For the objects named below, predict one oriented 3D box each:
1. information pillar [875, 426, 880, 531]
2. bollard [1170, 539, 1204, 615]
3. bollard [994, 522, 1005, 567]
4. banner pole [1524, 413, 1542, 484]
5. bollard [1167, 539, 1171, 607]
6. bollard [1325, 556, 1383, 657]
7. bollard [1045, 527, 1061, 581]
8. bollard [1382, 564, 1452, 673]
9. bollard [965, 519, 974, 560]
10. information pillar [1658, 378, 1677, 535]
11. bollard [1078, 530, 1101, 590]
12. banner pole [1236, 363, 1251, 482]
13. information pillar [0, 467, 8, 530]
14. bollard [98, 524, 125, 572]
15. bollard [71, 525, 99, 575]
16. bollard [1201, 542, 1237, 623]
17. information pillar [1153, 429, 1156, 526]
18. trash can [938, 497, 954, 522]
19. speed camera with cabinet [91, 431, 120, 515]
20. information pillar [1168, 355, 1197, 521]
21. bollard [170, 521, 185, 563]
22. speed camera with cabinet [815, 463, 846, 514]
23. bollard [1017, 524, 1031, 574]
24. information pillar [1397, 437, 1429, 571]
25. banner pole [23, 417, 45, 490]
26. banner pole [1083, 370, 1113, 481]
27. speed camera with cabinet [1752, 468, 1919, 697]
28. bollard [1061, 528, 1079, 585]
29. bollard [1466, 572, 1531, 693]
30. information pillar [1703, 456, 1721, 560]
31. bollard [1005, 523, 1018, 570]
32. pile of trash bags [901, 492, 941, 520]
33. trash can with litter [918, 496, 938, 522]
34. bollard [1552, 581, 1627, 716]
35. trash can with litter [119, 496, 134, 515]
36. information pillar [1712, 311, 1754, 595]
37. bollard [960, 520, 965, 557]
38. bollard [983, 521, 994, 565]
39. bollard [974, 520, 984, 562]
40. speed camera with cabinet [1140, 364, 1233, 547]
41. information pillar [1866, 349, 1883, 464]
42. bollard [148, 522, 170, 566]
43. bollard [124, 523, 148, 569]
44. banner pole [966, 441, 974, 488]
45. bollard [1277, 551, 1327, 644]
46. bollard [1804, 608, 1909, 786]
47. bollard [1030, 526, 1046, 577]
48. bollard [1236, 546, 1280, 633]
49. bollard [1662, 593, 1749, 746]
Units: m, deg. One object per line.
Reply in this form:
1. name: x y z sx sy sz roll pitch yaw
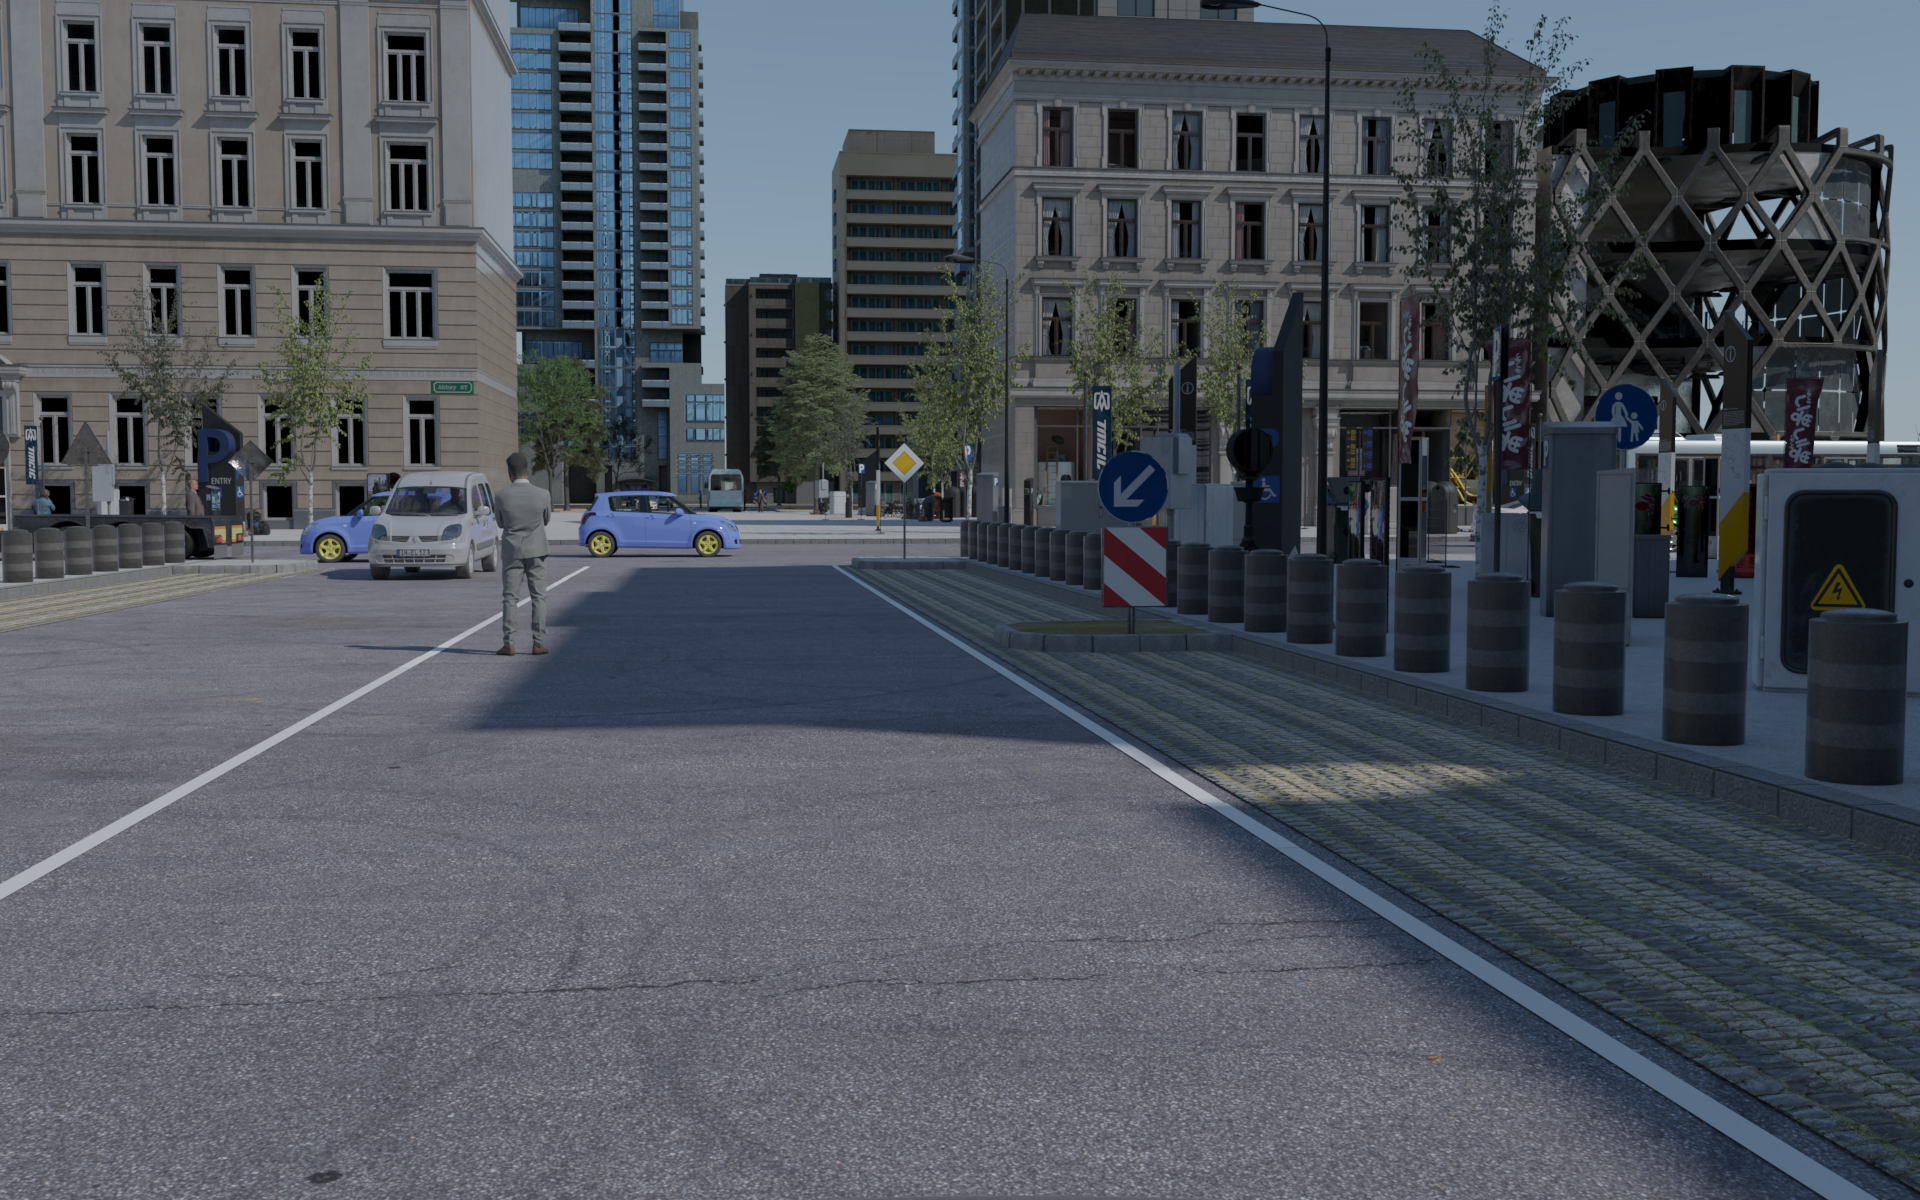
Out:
1. information pillar: -2.844 -4.212 60.219 0.183 3.616 0.504 0 4 3
2. bollard: 2.530 -0.236 18.568 0.404 0.777 0.398 0 3 0
3. bollard: 0.866 -0.965 30.498 0.404 0.777 0.398 0 3 0
4. banner pole: 17.848 -3.907 53.901 0.401 3.779 0.863 -2 4 -27
5. bollard: 2.362 -0.308 19.758 0.404 0.777 0.398 0 3 0
6. bollard: 3.194 0.057 13.786 0.404 0.777 0.398 0 3 0
7. bollard: 1.534 -0.673 25.720 0.404 0.777 0.398 0 3 0
8. bollard: 3.360 0.130 12.586 0.404 0.777 0.398 0 3 0
9. bollard: 0.370 -1.184 34.069 0.404 0.777 0.398 0 3 0
10. information pillar: 14.164 -2.654 34.743 0.183 3.616 0.504 -1 4 -9
11. bollard: 1.863 -0.527 23.331 0.404 0.777 0.398 0 3 0
12. banner pole: 5.532 -2.648 33.307 0.863 3.779 0.401 -2 4 -31
13. information pillar: -26.137 -2.606 47.100 0.304 2.012 0.304 3 4 38
14. bollard: -14.181 -0.857 28.721 0.404 0.777 0.398 0 3 0
15. bollard: -14.018 -0.783 27.527 0.404 0.777 0.398 0 3 0
16. bollard: 2.693 -0.163 17.378 0.404 0.777 0.398 0 3 0
17. information pillar: 6.998 -4.342 62.345 0.183 3.616 0.504 1 4 9
18. trash can: -0.622 -4.094 78.584 0.748 1.137 0.748 0 3 0
19. speed camera with cabinet: -27.099 -3.705 54.919 0.660 3.252 2.038 -1 4 -20
20. information pillar: 3.782 -2.324 29.359 0.504 3.616 0.183 1 4 16
21. bollard: -14.683 -1.076 32.309 0.404 0.777 0.398 0 3 0
22. speed camera with cabinet: -8.263 -7.125 110.828 2.038 3.252 0.660 -2 4 -35
23. bollard: 1.199 -0.819 28.101 0.404 0.777 0.398 0 3 0
24. information pillar: 5.878 -1.101 22.490 0.304 2.012 0.304 2 4 32
25. banner pole: -29.754 -4.024 55.806 0.401 3.779 0.863 2 4 24
26. banner pole: 2.741 -2.762 35.170 0.863 3.779 0.401 -2 4 -27
27. speed camera with cabinet: 6.211 -1.020 11.009 2.038 3.252 0.660 1 4 21
28. bollard: 1.695 -0.600 24.521 0.404 0.777 0.398 0 3 0
29. bollard: 3.531 0.205 11.363 0.404 0.777 0.398 0 3 0
30. information pillar: 14.750 -1.805 34.012 0.304 2.012 0.304 2 4 28
31. bollard: 1.027 -0.892 29.307 0.404 0.777 0.398 0 3 0
32. pile of trash bags: -1.665 -4.767 87.689 1.912 1.369 3.447 -1 4 -21
33. trash can with litter: -1.535 -4.246 80.815 0.624 1.170 1.055 2 4 25
34. bollard: 3.697 0.278 10.173 0.404 0.777 0.398 0 3 0
35. trash can with litter: -24.298 -2.437 50.902 2.233 1.210 1.678 1 4 23
36. information pillar: 9.847 -1.875 22.007 0.183 3.616 0.504 -1 4 -11
37. bollard: 0.201 -1.256 35.260 0.404 0.777 0.398 0 3 0
38. bollard: 0.698 -1.038 31.688 0.404 0.777 0.398 0 3 0
39. bollard: 0.534 -1.111 32.878 0.404 0.777 0.398 0 3 0
40. speed camera with cabinet: 3.571 -2.008 27.166 0.660 3.252 2.038 3 4 37
41. information pillar: 14.937 -2.261 28.328 0.183 3.616 0.504 1 4 14
42. bollard: -14.515 -1.003 31.119 0.404 0.777 0.398 0 3 0
43. bollard: -14.350 -0.930 29.917 0.404 0.777 0.398 0 3 0
44. banner pole: 0.437 -5.557 80.876 0.401 3.779 0.863 -3 4 -36
45. bollard: 3.028 -0.016 14.976 0.404 0.777 0.398 0 3 0
46. bollard: 4.030 0.424 7.787 0.404 0.777 0.398 0 3 0
47. bollard: 1.365 -0.746 26.910 0.404 0.777 0.398 0 3 0
48. bollard: 2.859 -0.090 16.185 0.404 0.777 0.398 0 3 0
49. bollard: 3.864 0.351 8.983 0.404 0.777 0.398 0 3 0
